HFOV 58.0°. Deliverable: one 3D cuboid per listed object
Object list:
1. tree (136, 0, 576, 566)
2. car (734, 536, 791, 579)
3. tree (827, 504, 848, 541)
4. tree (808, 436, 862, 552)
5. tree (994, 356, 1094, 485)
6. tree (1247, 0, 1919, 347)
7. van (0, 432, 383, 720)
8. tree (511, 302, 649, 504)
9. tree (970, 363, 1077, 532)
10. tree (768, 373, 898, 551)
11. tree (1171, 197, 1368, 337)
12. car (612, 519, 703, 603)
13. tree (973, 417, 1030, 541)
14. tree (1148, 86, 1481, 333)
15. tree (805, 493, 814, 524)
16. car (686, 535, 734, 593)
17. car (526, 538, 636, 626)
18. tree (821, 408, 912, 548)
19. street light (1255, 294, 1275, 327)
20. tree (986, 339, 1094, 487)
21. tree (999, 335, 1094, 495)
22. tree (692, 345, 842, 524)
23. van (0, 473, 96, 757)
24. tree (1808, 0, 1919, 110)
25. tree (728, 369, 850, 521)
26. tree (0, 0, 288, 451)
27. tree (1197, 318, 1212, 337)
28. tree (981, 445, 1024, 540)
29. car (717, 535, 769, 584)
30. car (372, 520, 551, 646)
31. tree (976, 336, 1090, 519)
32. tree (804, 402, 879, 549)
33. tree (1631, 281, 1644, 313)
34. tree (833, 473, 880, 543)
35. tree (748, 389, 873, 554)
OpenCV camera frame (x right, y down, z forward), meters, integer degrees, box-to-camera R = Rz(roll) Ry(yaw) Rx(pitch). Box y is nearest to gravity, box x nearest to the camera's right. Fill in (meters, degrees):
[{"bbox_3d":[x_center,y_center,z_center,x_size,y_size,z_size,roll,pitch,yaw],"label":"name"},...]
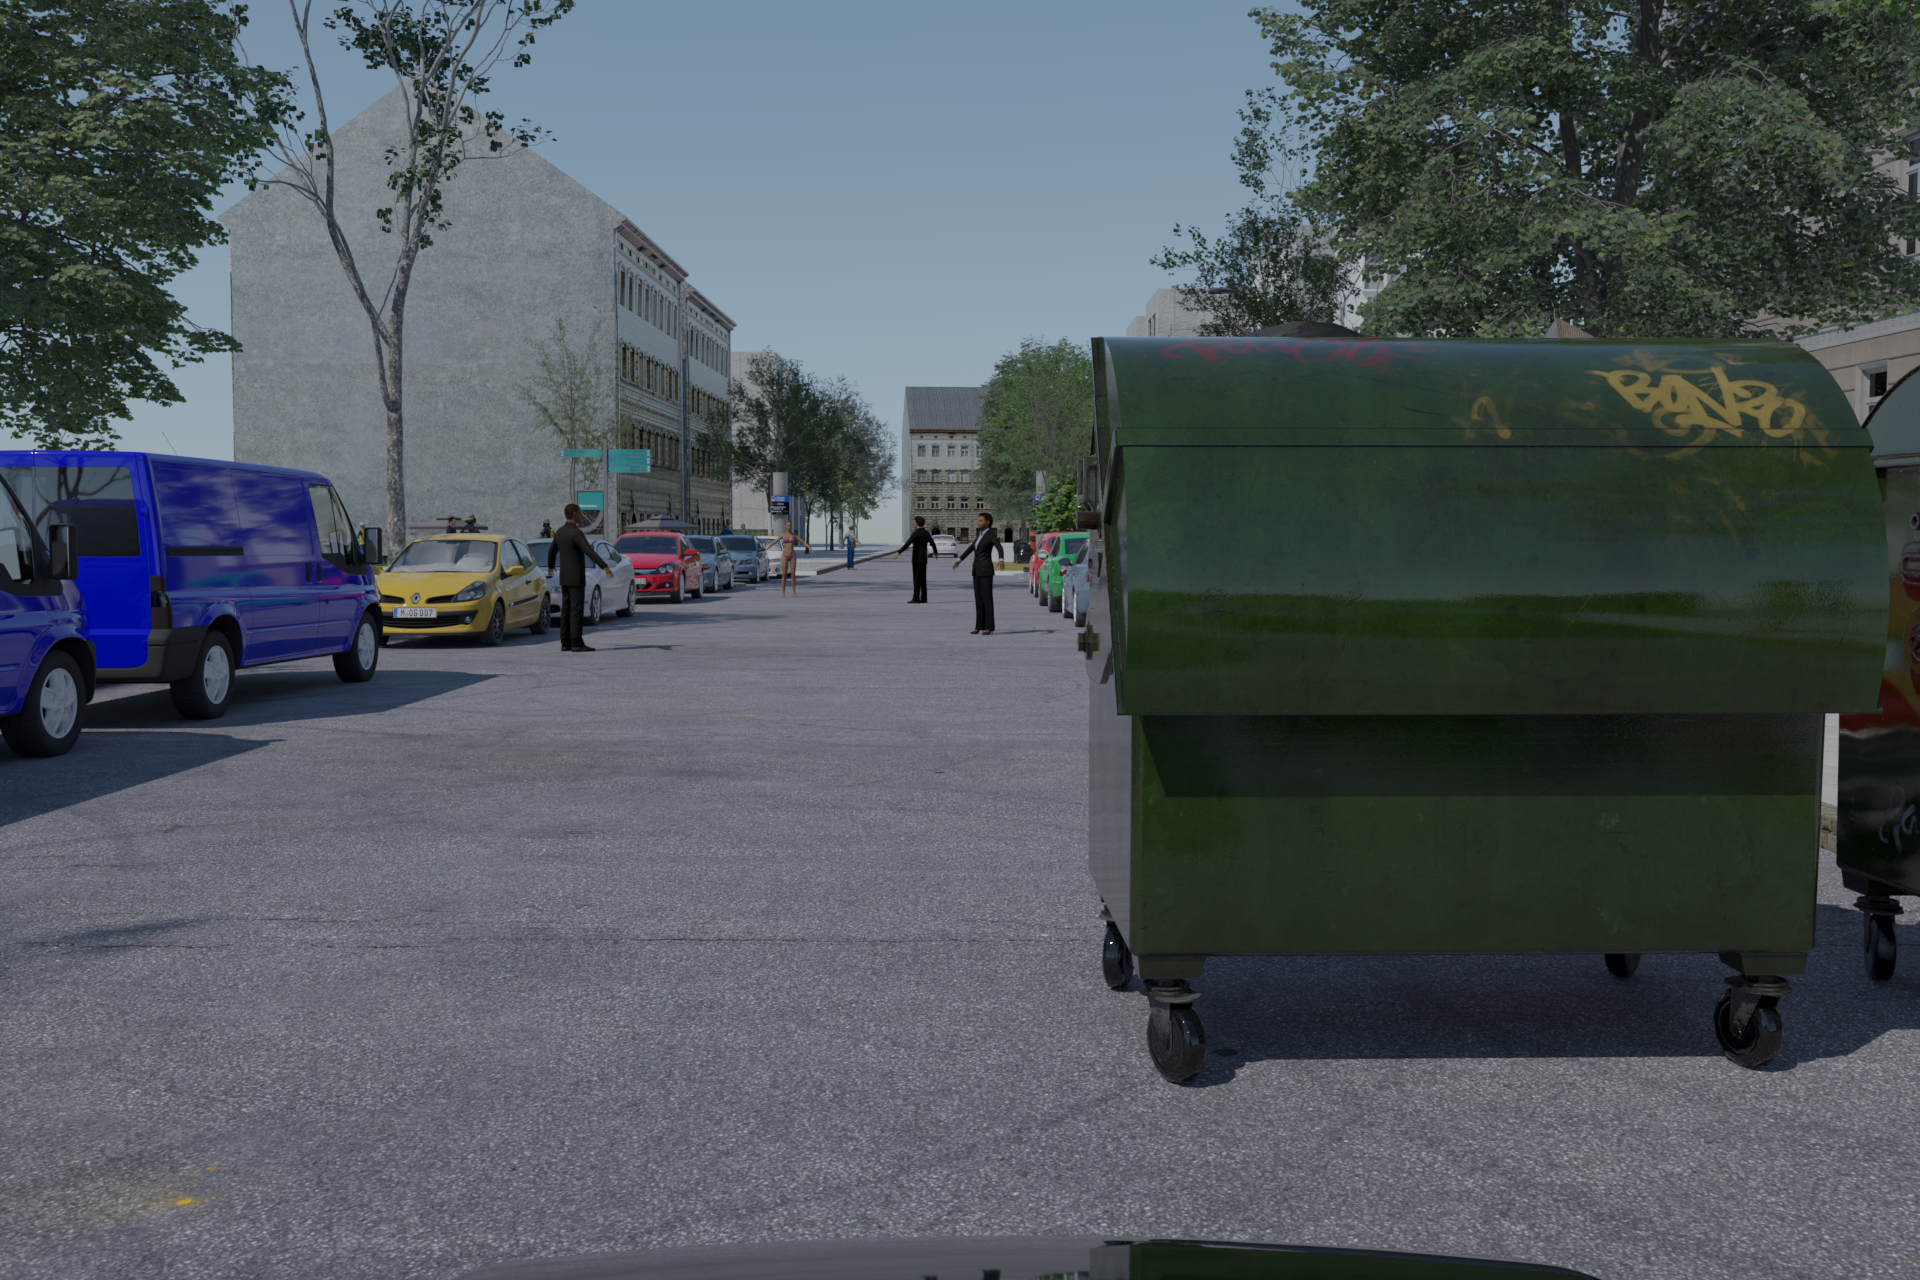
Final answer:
[{"bbox_3d":[-13.688,-11.153,38.246,12.611,20.169,13.585,0,3,0],"label":"tree"},{"bbox_3d":[-6.486,-2.711,56.692,2.083,1.381,4.827,0,3,0],"label":"car"},{"bbox_3d":[-17.796,-18.829,258.210,4.360,8.622,3.978,0,3,0],"label":"tree"},{"bbox_3d":[-9.337,-10.613,123.878,4.737,8.622,4.395,0,3,0],"label":"tree"},{"bbox_3d":[6.009,-10.682,100.410,9.928,11.665,9.643,0,3,0],"label":"tree"},{"bbox_3d":[8.766,-7.141,23.410,9.857,13.997,8.962,0,3,0],"label":"tree"},{"bbox_3d":[-6.673,-0.652,15.038,2.240,2.365,5.245,0,4,0],"label":"van"},{"bbox_3d":[-12.689,-6.459,55.962,4.360,8.622,3.978,0,3,0],"label":"tree"},{"bbox_3d":[5.257,-13.299,124.090,9.857,13.997,8.962,0,3,0],"label":"tree"},{"bbox_3d":[-9.764,-13.565,132.159,12.009,13.543,11.850,0,3,0],"label":"tree"},{"bbox_3d":[8.670,-7.001,48.879,7.601,10.594,8.767,-1,4,-20],"label":"tree"},{"bbox_3d":[-6.630,-1.717,37.116,2.155,1.783,4.494,0,4,0],"label":"car"},{"bbox_3d":[5.869,-15.529,160.553,9.857,13.997,8.962,0,3,0],"label":"tree"},{"bbox_3d":[14.924,-13.375,74.566,12.611,20.169,13.585,0,3,0],"label":"tree"},{"bbox_3d":[-24.204,-20.413,251.875,7.486,12.596,7.792,0,3,0],"label":"tree"},{"bbox_3d":[-6.754,-1.927,43.506,2.014,1.417,4.499,0,4,1],"label":"car"},{"bbox_3d":[-6.594,-0.994,28.620,2.083,1.381,4.827,0,4,1],"label":"car"},{"bbox_3d":[-9.972,-15.374,161.733,12.009,13.543,11.850,0,3,0],"label":"tree"},{"bbox_3d":[6.452,-3.685,32.784,1.470,5.913,1.316,0,3,0],"label":"street light"},{"bbox_3d":[5.415,-10.094,90.800,9.928,11.665,9.643,0,3,0],"label":"tree"},{"bbox_3d":[3.403,-6.944,63.890,4.360,8.622,3.978,0,3,0],"label":"tree"},{"bbox_3d":[-9.650,-9.284,86.201,8.767,10.594,7.601,1,4,15],"label":"tree"},{"bbox_3d":[-6.723,-0.306,9.392,2.240,2.365,5.245,0,4,0],"label":"van"},{"bbox_3d":[9.222,-5.198,10.739,9.928,11.665,9.643,0,3,0],"label":"tree"},{"bbox_3d":[-9.970,-9.991,97.759,8.767,10.594,7.601,3,4,37],"label":"tree"},{"bbox_3d":[-12.795,-6.373,22.320,7.486,12.596,7.792,0,3,0],"label":"tree"},{"bbox_3d":[9.058,-6.698,59.869,4.737,8.622,4.395,0,3,0],"label":"tree"},{"bbox_3d":[5.273,-13.703,149.800,9.928,11.665,9.643,0,3,0],"label":"tree"},{"bbox_3d":[-6.697,-2.415,51.493,2.014,1.417,4.499,0,4,0],"label":"car"},{"bbox_3d":[-6.748,-0.804,23.365,2.015,1.641,3.980,0,4,0],"label":"car"},{"bbox_3d":[5.626,-12.462,110.411,9.857,13.997,8.962,0,3,0],"label":"tree"},{"bbox_3d":[-10.382,-13.928,145.857,7.486,12.596,7.792,0,3,0],"label":"tree"},{"bbox_3d":[27.250,-9.021,65.621,7.486,12.596,7.792,0,3,0],"label":"tree"},{"bbox_3d":[-15.111,-19.908,251.253,9.928,11.665,9.643,0,3,0],"label":"tree"},{"bbox_3d":[-9.857,-10.802,111.028,8.767,10.594,7.601,0,4,-5],"label":"tree"}]
